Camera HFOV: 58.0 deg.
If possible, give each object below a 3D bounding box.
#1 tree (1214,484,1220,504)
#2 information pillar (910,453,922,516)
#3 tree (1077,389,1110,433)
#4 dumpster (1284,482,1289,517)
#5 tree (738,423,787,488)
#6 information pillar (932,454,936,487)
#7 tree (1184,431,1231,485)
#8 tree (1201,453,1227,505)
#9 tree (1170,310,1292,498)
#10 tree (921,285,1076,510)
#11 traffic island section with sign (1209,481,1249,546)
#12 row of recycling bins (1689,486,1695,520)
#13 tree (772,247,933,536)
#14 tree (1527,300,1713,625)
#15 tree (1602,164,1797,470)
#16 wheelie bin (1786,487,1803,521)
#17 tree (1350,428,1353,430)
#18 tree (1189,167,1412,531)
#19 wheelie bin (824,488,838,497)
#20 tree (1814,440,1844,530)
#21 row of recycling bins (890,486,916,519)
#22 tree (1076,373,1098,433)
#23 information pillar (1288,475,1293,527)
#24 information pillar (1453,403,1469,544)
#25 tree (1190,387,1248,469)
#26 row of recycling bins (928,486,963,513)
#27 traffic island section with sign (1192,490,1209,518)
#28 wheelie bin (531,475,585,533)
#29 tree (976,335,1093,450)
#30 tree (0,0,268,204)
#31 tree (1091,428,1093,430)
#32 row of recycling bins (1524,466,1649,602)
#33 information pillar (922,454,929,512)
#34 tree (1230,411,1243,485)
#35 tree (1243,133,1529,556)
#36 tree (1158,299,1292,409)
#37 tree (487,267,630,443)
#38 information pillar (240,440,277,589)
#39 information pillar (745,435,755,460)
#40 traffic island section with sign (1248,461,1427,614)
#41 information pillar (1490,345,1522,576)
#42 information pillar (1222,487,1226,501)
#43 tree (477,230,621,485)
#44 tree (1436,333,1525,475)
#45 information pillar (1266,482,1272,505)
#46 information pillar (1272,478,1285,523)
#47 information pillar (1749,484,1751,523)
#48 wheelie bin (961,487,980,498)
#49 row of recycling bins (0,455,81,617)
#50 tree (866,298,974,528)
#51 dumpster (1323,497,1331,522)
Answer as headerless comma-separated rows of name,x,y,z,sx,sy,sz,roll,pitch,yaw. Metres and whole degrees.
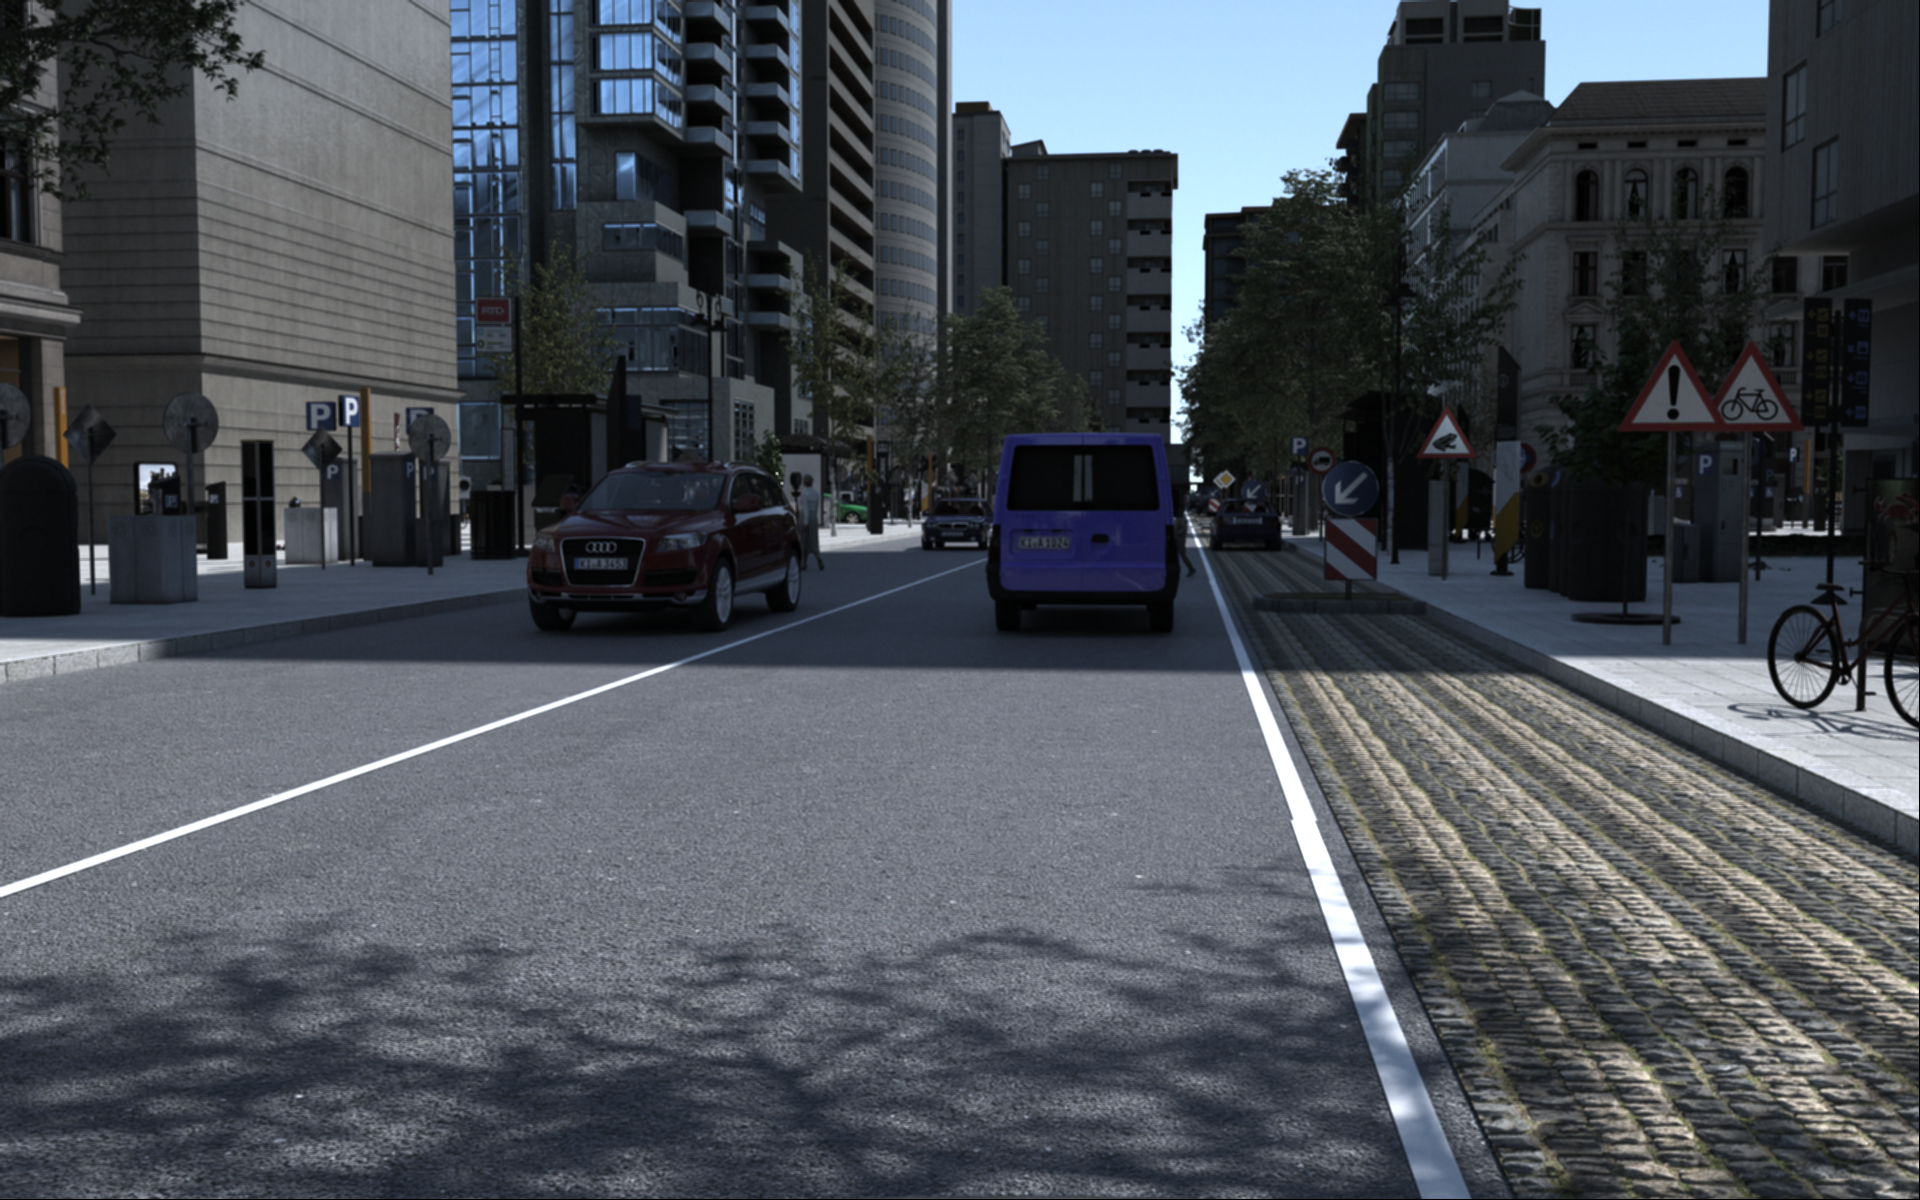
tree,33.492,-14.230,227.263,1.663,3.219,1.824,0,3,0
information pillar,-2.566,-6.512,97.832,0.504,3.616,0.183,2,4,29
tree,12.627,-16.393,185.031,9.611,12.733,9.660,0,3,0
dumpster,15.096,-4.473,78.892,1.264,1.857,1.865,0,4,7
tree,-5.172,-3.222,47.278,1.663,3.219,1.824,0,3,0
information pillar,-1.620,-6.736,101.486,0.504,3.616,0.183,-3,4,-36
tree,31.981,-17.443,219.599,8.767,10.594,7.601,3,4,36
tree,30.226,-15.383,201.867,4.360,8.622,3.978,0,3,0
tree,19.578,-13.123,121.211,9.857,13.997,8.962,0,3,0
tree,1.657,-10.756,93.990,7.486,12.596,7.792,0,3,0
traffic island section with sign,8.070,-2.434,48.423,1.989,1.847,2.006,0,4,7
row of recycling bins,35.681,-4.775,85.176,1.069,1.692,3.534,2,4,31
tree,-3.632,-6.220,52.063,4.737,8.622,4.395,0,3,0
tree,6.744,-1.401,17.509,1.663,3.219,1.824,0,3,0
tree,16.603,-5.467,39.754,4.737,8.622,4.395,0,3,0
wheelie bin,39.381,-4.505,81.570,0.693,1.594,0.980,-1,4,-21
tree,30.917,-10.774,126.515,4.360,8.622,3.978,0,3,0
tree,12.296,-8.747,61.142,7.486,12.596,7.792,0,3,0
wheelie bin,-6.325,-4.667,84.220,0.980,1.594,0.693,2,4,29
tree,31.647,-4.159,62.599,1.663,3.219,1.824,0,3,0
row of recycling bins,-3.016,-5.212,92.326,1.069,1.692,3.534,-1,4,-13
tree,7.344,-13.841,144.424,7.486,12.596,7.792,0,3,0
information pillar,12.912,-3.824,67.019,0.304,2.012,0.304,-3,5,-44
information pillar,13.043,-3.280,44.985,0.504,3.616,0.183,-3,5,-44
tree,22.785,-13.157,140.868,9.928,11.665,9.643,0,3,0
row of recycling bins,-0.635,-4.846,86.342,1.069,1.692,3.534,2,4,24
traffic island section with sign,14.987,-5.775,103.043,1.989,1.847,2.006,0,4,7
wheelie bin,-6.606,-1.261,28.518,0.980,1.594,0.693,2,4,31
tree,5.487,-13.487,130.886,12.009,13.543,11.850,0,3,0
tree,-8.567,-4.744,11.982,8.767,10.594,7.601,-1,4,-16
tree,12.023,-13.787,175.786,4.737,8.622,4.395,0,3,0
row of recycling bins,8.012,-0.921,22.177,1.069,1.692,3.534,0,4,8
information pillar,-2.016,-6.681,100.588,0.504,3.616,0.183,1,4,17
tree,15.953,-8.413,87.914,4.737,8.622,4.395,0,3,0
tree,9.107,-5.215,35.626,4.737,8.622,4.395,0,3,0
tree,25.752,-19.066,167.614,12.611,20.169,13.585,0,3,0
tree,-12.793,-6.425,55.408,4.360,8.622,3.978,0,3,0
information pillar,-9.534,-1.166,23.551,0.304,2.012,0.304,1,4,23
information pillar,-8.353,-4.742,68.892,0.504,3.616,0.183,3,5,43
traffic island section with sign,4.666,-0.789,21.525,1.989,1.847,2.006,0,4,7
information pillar,8.588,-2.190,27.166,0.183,3.616,0.504,-1,4,-22
information pillar,22.486,-8.775,147.964,0.304,2.012,0.304,-2,4,-30
tree,-11.813,-6.050,49.280,4.737,8.622,4.395,0,3,0
tree,24.116,-7.916,79.787,4.360,8.622,3.978,0,3,0
information pillar,18.800,-6.155,105.129,0.304,2.012,0.304,-2,4,-34
information pillar,14.327,-4.469,77.562,0.304,2.012,0.304,-3,5,-44
information pillar,25.145,-3.122,55.544,0.304,2.012,0.304,1,4,12
wheelie bin,0.529,-4.584,82.862,0.980,1.594,0.693,-3,5,-43
row of recycling bins,-11.127,-0.700,18.558,3.534,1.692,1.069,1,4,9
tree,-1.691,-7.087,66.242,4.360,8.622,3.978,0,3,0
dumpster,17.150,-4.647,78.468,1.502,2.255,1.985,0,4,7
